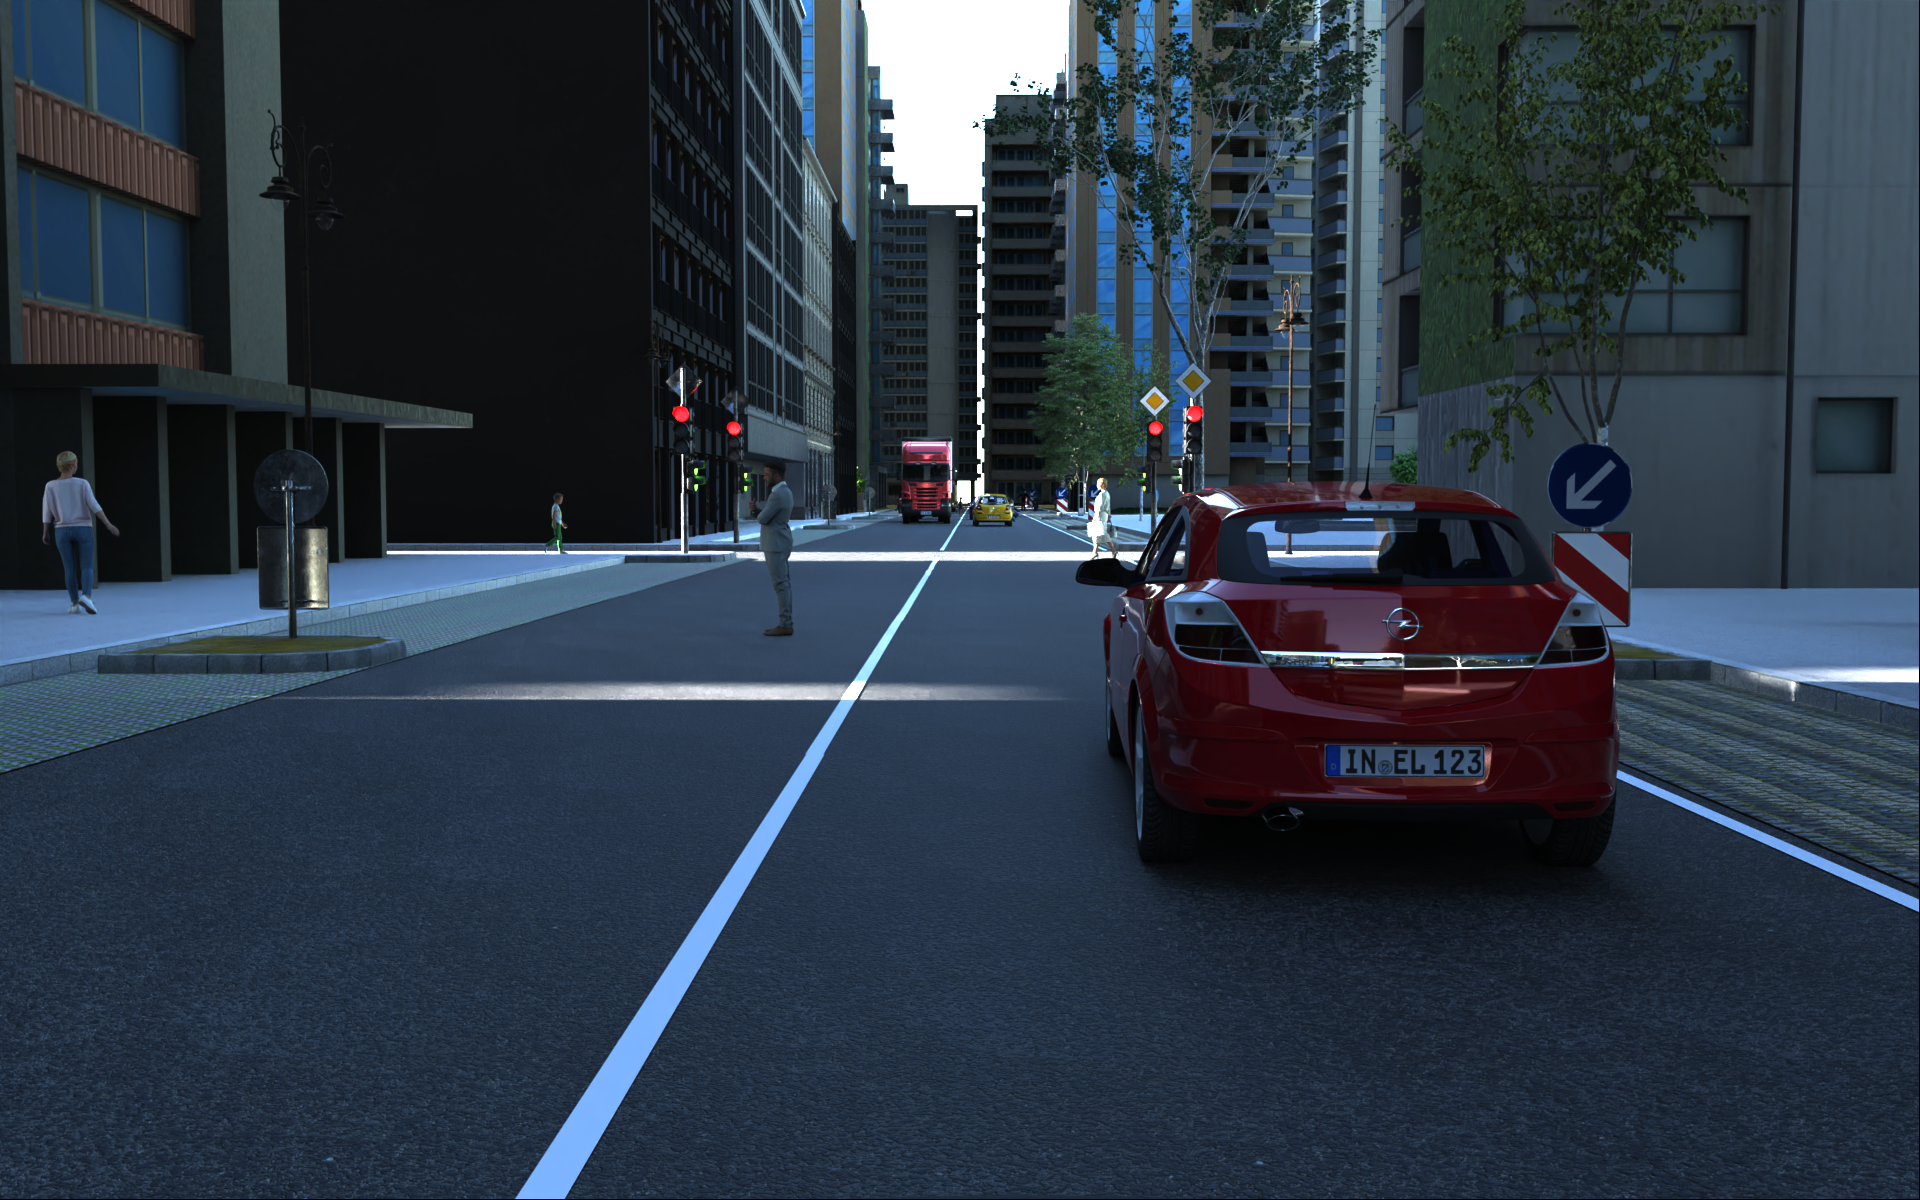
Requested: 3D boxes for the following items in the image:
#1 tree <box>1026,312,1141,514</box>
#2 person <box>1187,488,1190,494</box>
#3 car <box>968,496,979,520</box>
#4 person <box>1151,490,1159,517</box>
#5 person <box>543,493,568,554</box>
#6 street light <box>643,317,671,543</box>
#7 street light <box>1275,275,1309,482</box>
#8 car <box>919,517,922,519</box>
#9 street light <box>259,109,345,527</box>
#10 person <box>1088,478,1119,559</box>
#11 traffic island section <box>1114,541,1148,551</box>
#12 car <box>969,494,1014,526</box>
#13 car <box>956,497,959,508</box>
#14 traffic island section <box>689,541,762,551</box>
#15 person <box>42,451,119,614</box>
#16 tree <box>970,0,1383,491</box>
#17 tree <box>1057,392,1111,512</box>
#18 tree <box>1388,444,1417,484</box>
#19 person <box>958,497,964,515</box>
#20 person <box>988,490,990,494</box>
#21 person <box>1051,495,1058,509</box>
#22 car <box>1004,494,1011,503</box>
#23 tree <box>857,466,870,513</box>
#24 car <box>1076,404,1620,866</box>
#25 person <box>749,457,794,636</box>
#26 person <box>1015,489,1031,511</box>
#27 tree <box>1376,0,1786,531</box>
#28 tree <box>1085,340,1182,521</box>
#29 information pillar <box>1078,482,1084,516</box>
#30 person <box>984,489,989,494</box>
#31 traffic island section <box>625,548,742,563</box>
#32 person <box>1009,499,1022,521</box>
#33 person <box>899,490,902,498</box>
[{"bbox_3d":[8.009,-11.632,108.314,7.486,12.596,7.792,0,3,0],"label":"tree"},{"bbox_3d":[10.855,-4.570,80.946,0.473,1.802,0.592,0,4,-2],"label":"person"},{"bbox_3d":[1.407,-5.212,97.803,1.945,1.354,3.894,0,4,1],"label":"car"},{"bbox_3d":[10.547,-5.348,93.828,0.601,1.785,0.444,-2,4,-31],"label":"person"},{"bbox_3d":[-8.651,-1.634,37.002,0.590,1.304,0.306,-2,4,-34],"label":"person"},{"bbox_3d":[-7.917,-4.443,45.435,0.468,5.910,1.993,0,4,1],"label":"street light"},{"bbox_3d":[7.004,-3.910,36.713,0.468,5.910,1.993,0,4,1],"label":"street light"},{"bbox_3d":[-1.601,-5.328,99.692,1.945,1.354,3.894,0,4,-1],"label":"car"},{"bbox_3d":[-8.060,-2.972,21.378,0.468,5.910,1.993,0,4,1],"label":"street light"},{"bbox_3d":[3.137,-1.776,37.890,0.624,1.780,0.694,2,4,35],"label":"person"},{"bbox_3d":[5.075,-1.402,45.196,2.009,0.180,2.903,0,4,1],"label":"traffic island section"},{"bbox_3d":[1.442,-4.151,78.098,2.015,1.641,3.980,0,4,-1],"label":"car"},{"bbox_3d":[-1.017,-10.138,175.343,1.945,1.707,3.694,0,4,-1],"label":"car"},{"bbox_3d":[-5.866,-1.408,45.306,2.009,0.180,2.903,0,4,1],"label":"traffic island section"},{"bbox_3d":[-9.413,-0.724,18.556,0.731,1.740,0.598,-2,4,-29],"label":"person"},{"bbox_3d":[6.536,-12.342,57.677,12.611,20.169,13.585,0,3,0],"label":"tree"},{"bbox_3d":[8.633,-10.395,120.315,4.360,8.622,3.978,0,3,0],"label":"tree"},{"bbox_3d":[29.652,-7.932,113.396,4.285,4.588,4.351,0,3,0],"label":"tree"},{"bbox_3d":[0.075,-6.335,116.743,0.373,1.253,0.362,-1,4,-15],"label":"person"},{"bbox_3d":[2.670,-9.109,157.377,0.705,1.831,1.348,1,4,17],"label":"person"},{"bbox_3d":[8.065,-8.296,144.905,0.991,1.433,0.599,1,4,9],"label":"person"},{"bbox_3d":[3.270,-8.010,142.760,2.131,1.459,4.920,0,4,-1],"label":"car"},{"bbox_3d":[-7.171,-7.689,120.320,1.663,3.219,1.824,0,3,0],"label":"tree"},{"bbox_3d":[1.637,0.053,8.179,2.155,1.783,4.494,0,4,2],"label":"car"},{"bbox_3d":[-1.920,-0.549,17.659,0.466,1.800,0.511,-1,4,-11],"label":"person"},{"bbox_3d":[5.206,-8.201,142.212,1.348,1.869,0.705,1,4,13],"label":"person"},{"bbox_3d":[6.964,-4.202,19.067,4.737,8.622,4.395,0,3,0],"label":"tree"},{"bbox_3d":[8.366,-8.042,81.841,4.737,8.622,4.395,0,3,0],"label":"tree"},{"bbox_3d":[7.120,-5.962,101.963,0.304,2.012,0.304,0,4,-3],"label":"information pillar"},{"bbox_3d":[2.031,-7.301,128.012,1.348,1.807,0.705,3,5,43],"label":"person"},{"bbox_3d":[-5.943,-0.920,37.321,2.009,0.180,2.903,0,4,1],"label":"traffic island section"},{"bbox_3d":[2.863,-4.682,90.553,0.738,1.151,1.012,3,5,42],"label":"person"},{"bbox_3d":[-6.519,-11.325,191.650,0.568,1.767,0.683,-3,5,-43],"label":"person"}]
